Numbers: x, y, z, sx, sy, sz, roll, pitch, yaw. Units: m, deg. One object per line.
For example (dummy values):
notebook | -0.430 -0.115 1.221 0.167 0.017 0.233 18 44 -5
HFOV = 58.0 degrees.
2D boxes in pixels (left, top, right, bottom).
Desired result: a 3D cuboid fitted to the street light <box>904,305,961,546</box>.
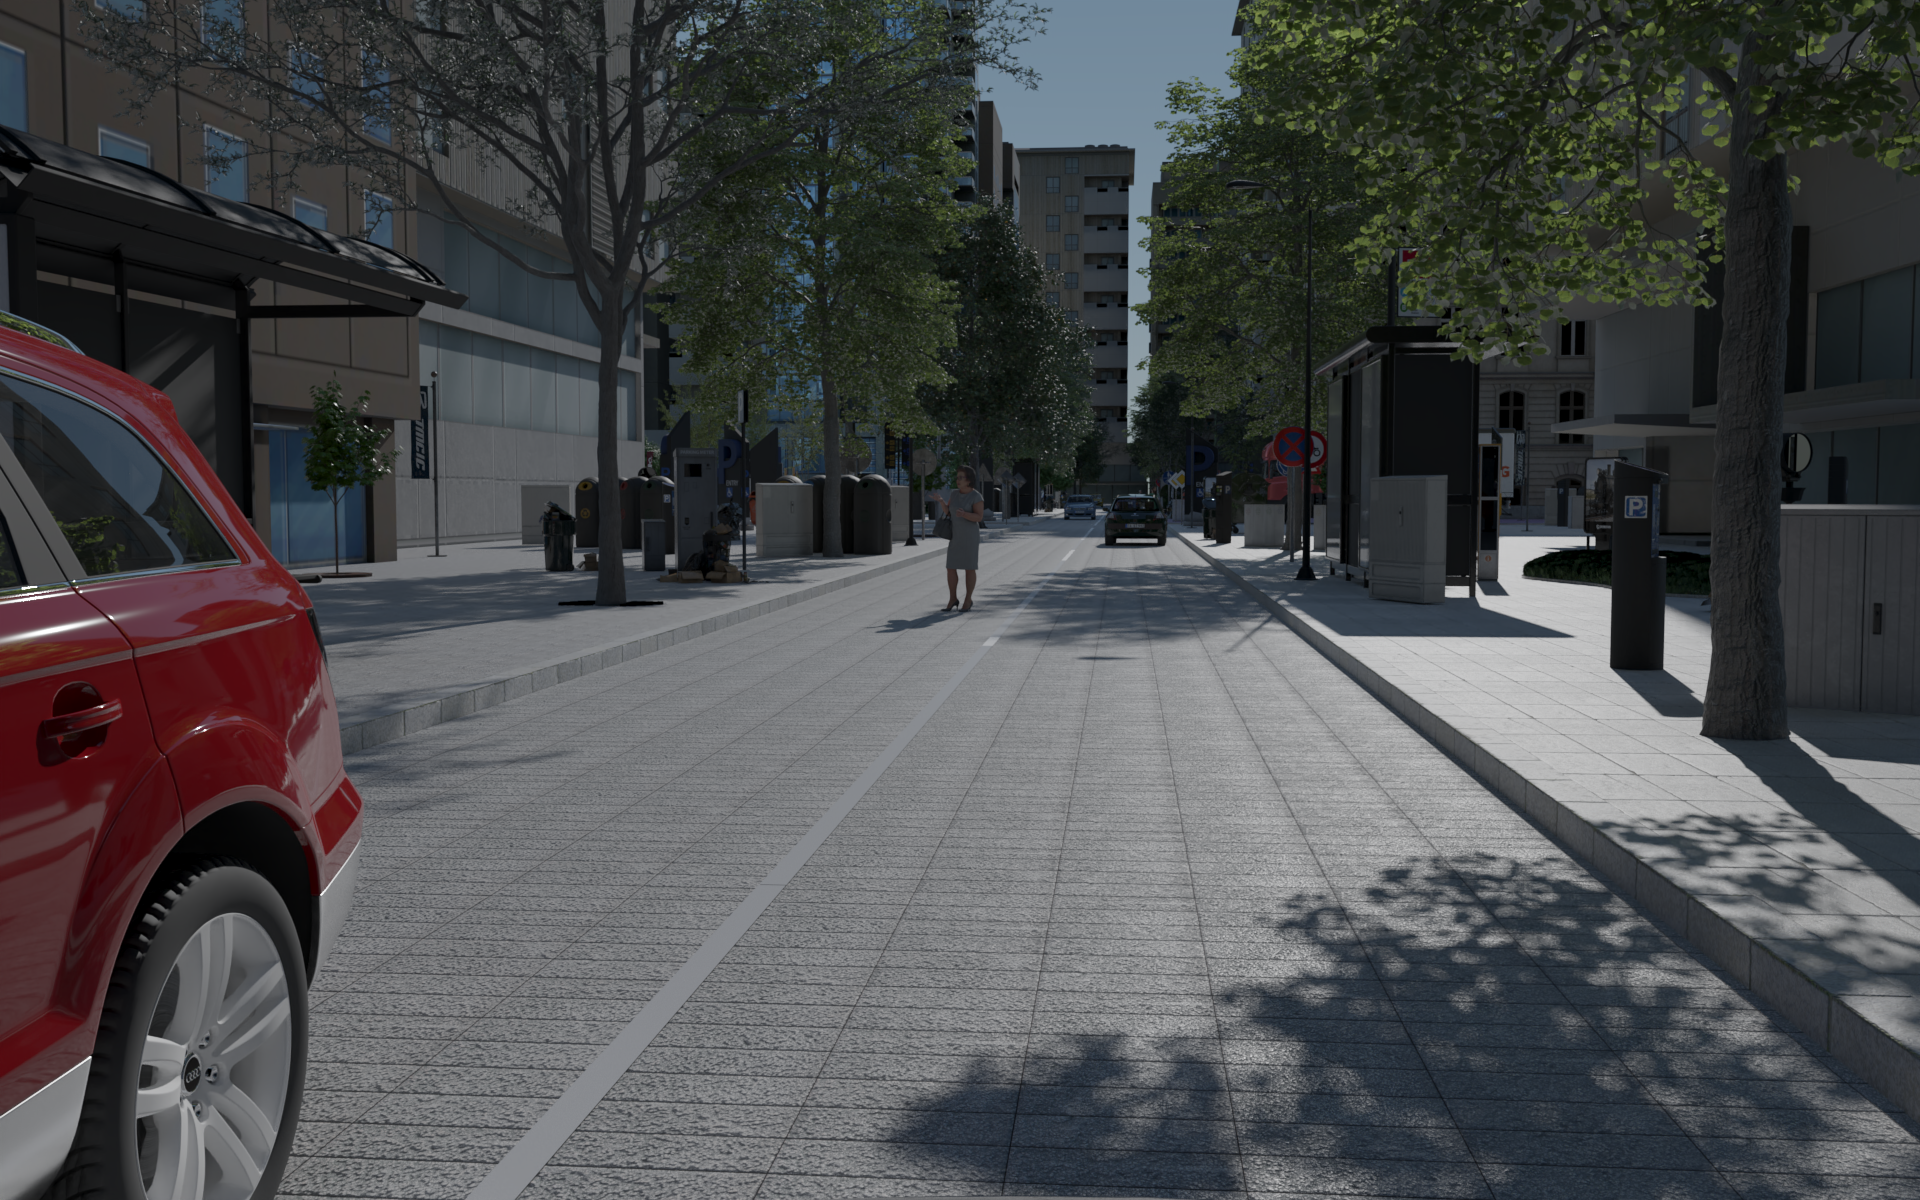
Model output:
street light | -0.675 -4.298 42.815 1.470 5.913 1.316 0 4 5

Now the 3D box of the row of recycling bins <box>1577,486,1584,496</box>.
row of recycling bins | 44.172 -6.861 119.292 3.534 1.692 1.069 0 4 -8

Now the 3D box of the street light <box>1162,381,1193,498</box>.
street light | 9.023 -6.047 71.407 1.470 5.913 1.316 0 4 5

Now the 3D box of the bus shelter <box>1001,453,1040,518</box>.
bus shelter | 3.464 -7.410 98.782 2.179 5.291 8.768 0 4 6

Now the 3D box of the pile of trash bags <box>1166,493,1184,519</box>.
pile of trash bags | 11.628 -4.892 89.743 1.912 1.369 3.447 0 4 3

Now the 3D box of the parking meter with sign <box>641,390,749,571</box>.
parking meter with sign | -4.435 -1.999 28.953 1.738 3.016 0.543 -1 4 -17

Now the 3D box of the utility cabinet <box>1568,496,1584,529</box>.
utility cabinet | 23.125 -3.253 64.355 1.020 1.237 0.306 -1 4 -10

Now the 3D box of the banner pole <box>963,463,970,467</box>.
banner pole | 0.382 -5.559 80.905 0.863 3.779 0.401 0 4 6

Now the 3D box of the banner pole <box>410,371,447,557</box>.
banner pole | -10.845 -2.764 35.217 0.401 3.779 0.863 2 4 32

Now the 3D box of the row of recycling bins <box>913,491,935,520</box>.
row of recycling bins | -2.508 -4.849 86.389 3.534 1.692 1.069 1 4 12

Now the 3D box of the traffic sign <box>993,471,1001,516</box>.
traffic sign | 1.900 -6.056 99.017 0.884 2.594 0.081 1 4 10

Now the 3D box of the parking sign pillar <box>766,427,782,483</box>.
parking sign pillar | -7.883 -5.015 70.470 1.447 3.967 1.447 2 4 29

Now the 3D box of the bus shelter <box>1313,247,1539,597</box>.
bus shelter | 6.522 -2.946 25.795 2.179 5.291 8.768 0 4 5

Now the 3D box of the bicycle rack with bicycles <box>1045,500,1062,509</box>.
bicycle rack with bicycles | 7.341 -8.250 148.272 2.925 0.926 2.852 0 4 1

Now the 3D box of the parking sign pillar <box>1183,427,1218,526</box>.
parking sign pillar | 9.661 -4.944 69.302 1.447 3.967 1.447 1 4 16

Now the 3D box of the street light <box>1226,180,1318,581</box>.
street light | 4.630 -3.255 25.756 1.470 5.913 1.316 0 4 5

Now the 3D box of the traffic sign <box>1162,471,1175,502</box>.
traffic sign | 11.407 -5.767 94.395 0.768 2.556 0.104 1 4 12

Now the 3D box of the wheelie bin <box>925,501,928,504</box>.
wheelie bin | -3.156 -9.013 155.270 0.693 1.594 0.980 -3 4 -38

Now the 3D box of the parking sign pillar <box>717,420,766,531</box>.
parking sign pillar | -7.969 -4.439 61.052 1.447 3.967 1.447 -3 5 -44

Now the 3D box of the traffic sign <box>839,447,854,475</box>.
traffic sign | -2.978 -2.777 45.505 0.768 2.556 0.104 1 4 11

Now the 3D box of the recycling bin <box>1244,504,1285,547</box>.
recycling bin | 7.469 -1.832 42.509 0.722 1.027 0.722 -2 4 -33

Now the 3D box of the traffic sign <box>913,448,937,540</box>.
traffic sign | -1.026 -2.941 48.190 0.768 2.556 0.104 0 4 6

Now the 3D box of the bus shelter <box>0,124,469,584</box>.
bus shelter | -5.193 -1.060 11.260 2.014 3.302 5.546 0 4 5

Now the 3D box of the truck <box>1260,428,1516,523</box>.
truck | 18.100 -5.286 75.344 11.283 4.237 2.839 0 4 6

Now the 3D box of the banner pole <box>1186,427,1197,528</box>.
banner pole | 8.746 -4.603 65.282 0.401 3.779 0.863 0 4 6

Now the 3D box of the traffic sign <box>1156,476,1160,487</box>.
traffic sign | 14.225 -7.491 122.576 0.768 2.556 0.104 1 4 14

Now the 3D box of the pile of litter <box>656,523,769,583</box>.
pile of litter | -3.629 -0.689 25.229 1.719 0.858 1.176 3 4 37

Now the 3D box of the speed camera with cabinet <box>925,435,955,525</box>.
speed camera with cabinet | -0.561 -3.746 55.579 0.660 3.252 2.038 2 4 24

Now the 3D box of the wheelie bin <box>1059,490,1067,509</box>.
wheelie bin | 8.973 -8.715 150.398 0.693 1.594 0.980 0 4 -4

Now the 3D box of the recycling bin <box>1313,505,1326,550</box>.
recycling bin | 8.668 -1.680 40.025 0.722 1.027 0.722 -2 4 -31

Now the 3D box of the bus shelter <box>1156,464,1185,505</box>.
bus shelter | 14.452 -7.594 118.086 2.014 3.302 5.546 0 4 5

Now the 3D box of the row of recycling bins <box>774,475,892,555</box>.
row of recycling bins | -2.818 -1.875 37.772 3.534 1.692 1.069 3 5 43

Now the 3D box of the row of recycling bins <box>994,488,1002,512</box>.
row of recycling bins | 2.940 -7.095 123.123 3.534 1.692 1.069 3 4 38

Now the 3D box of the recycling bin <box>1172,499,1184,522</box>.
recycling bin | 10.383 -4.194 81.128 0.722 1.027 0.722 1 4 21

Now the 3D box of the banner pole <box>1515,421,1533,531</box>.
banner pole | 19.432 -4.264 59.733 0.401 3.779 0.863 -2 4 -24

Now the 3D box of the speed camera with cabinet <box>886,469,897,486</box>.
speed camera with cabinet | -4.370 -6.761 104.878 0.660 3.252 2.038 0 4 1

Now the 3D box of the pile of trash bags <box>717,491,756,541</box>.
pile of trash bags | -6.539 -2.305 47.441 3.447 1.369 1.912 2 4 35

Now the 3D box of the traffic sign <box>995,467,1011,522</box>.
traffic sign | 1.999 -4.930 80.716 0.768 2.556 0.104 1 4 12

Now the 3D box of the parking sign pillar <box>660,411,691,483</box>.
parking sign pillar | -9.081 -4.086 55.271 1.447 3.967 1.447 1 4 19

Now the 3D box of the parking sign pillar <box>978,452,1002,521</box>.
parking sign pillar | 1.009 -5.744 82.382 1.447 3.967 1.447 3 5 40

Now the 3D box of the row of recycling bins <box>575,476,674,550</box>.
row of recycling bins | -7.889 -2.069 40.940 3.534 1.692 1.069 3 5 44

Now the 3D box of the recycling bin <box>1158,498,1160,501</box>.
recycling bin | 14.459 -6.927 125.814 0.722 1.027 0.722 1 4 21

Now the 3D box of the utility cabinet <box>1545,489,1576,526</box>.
utility cabinet | 24.050 -3.712 69.374 1.173 1.500 0.318 1 4 17
